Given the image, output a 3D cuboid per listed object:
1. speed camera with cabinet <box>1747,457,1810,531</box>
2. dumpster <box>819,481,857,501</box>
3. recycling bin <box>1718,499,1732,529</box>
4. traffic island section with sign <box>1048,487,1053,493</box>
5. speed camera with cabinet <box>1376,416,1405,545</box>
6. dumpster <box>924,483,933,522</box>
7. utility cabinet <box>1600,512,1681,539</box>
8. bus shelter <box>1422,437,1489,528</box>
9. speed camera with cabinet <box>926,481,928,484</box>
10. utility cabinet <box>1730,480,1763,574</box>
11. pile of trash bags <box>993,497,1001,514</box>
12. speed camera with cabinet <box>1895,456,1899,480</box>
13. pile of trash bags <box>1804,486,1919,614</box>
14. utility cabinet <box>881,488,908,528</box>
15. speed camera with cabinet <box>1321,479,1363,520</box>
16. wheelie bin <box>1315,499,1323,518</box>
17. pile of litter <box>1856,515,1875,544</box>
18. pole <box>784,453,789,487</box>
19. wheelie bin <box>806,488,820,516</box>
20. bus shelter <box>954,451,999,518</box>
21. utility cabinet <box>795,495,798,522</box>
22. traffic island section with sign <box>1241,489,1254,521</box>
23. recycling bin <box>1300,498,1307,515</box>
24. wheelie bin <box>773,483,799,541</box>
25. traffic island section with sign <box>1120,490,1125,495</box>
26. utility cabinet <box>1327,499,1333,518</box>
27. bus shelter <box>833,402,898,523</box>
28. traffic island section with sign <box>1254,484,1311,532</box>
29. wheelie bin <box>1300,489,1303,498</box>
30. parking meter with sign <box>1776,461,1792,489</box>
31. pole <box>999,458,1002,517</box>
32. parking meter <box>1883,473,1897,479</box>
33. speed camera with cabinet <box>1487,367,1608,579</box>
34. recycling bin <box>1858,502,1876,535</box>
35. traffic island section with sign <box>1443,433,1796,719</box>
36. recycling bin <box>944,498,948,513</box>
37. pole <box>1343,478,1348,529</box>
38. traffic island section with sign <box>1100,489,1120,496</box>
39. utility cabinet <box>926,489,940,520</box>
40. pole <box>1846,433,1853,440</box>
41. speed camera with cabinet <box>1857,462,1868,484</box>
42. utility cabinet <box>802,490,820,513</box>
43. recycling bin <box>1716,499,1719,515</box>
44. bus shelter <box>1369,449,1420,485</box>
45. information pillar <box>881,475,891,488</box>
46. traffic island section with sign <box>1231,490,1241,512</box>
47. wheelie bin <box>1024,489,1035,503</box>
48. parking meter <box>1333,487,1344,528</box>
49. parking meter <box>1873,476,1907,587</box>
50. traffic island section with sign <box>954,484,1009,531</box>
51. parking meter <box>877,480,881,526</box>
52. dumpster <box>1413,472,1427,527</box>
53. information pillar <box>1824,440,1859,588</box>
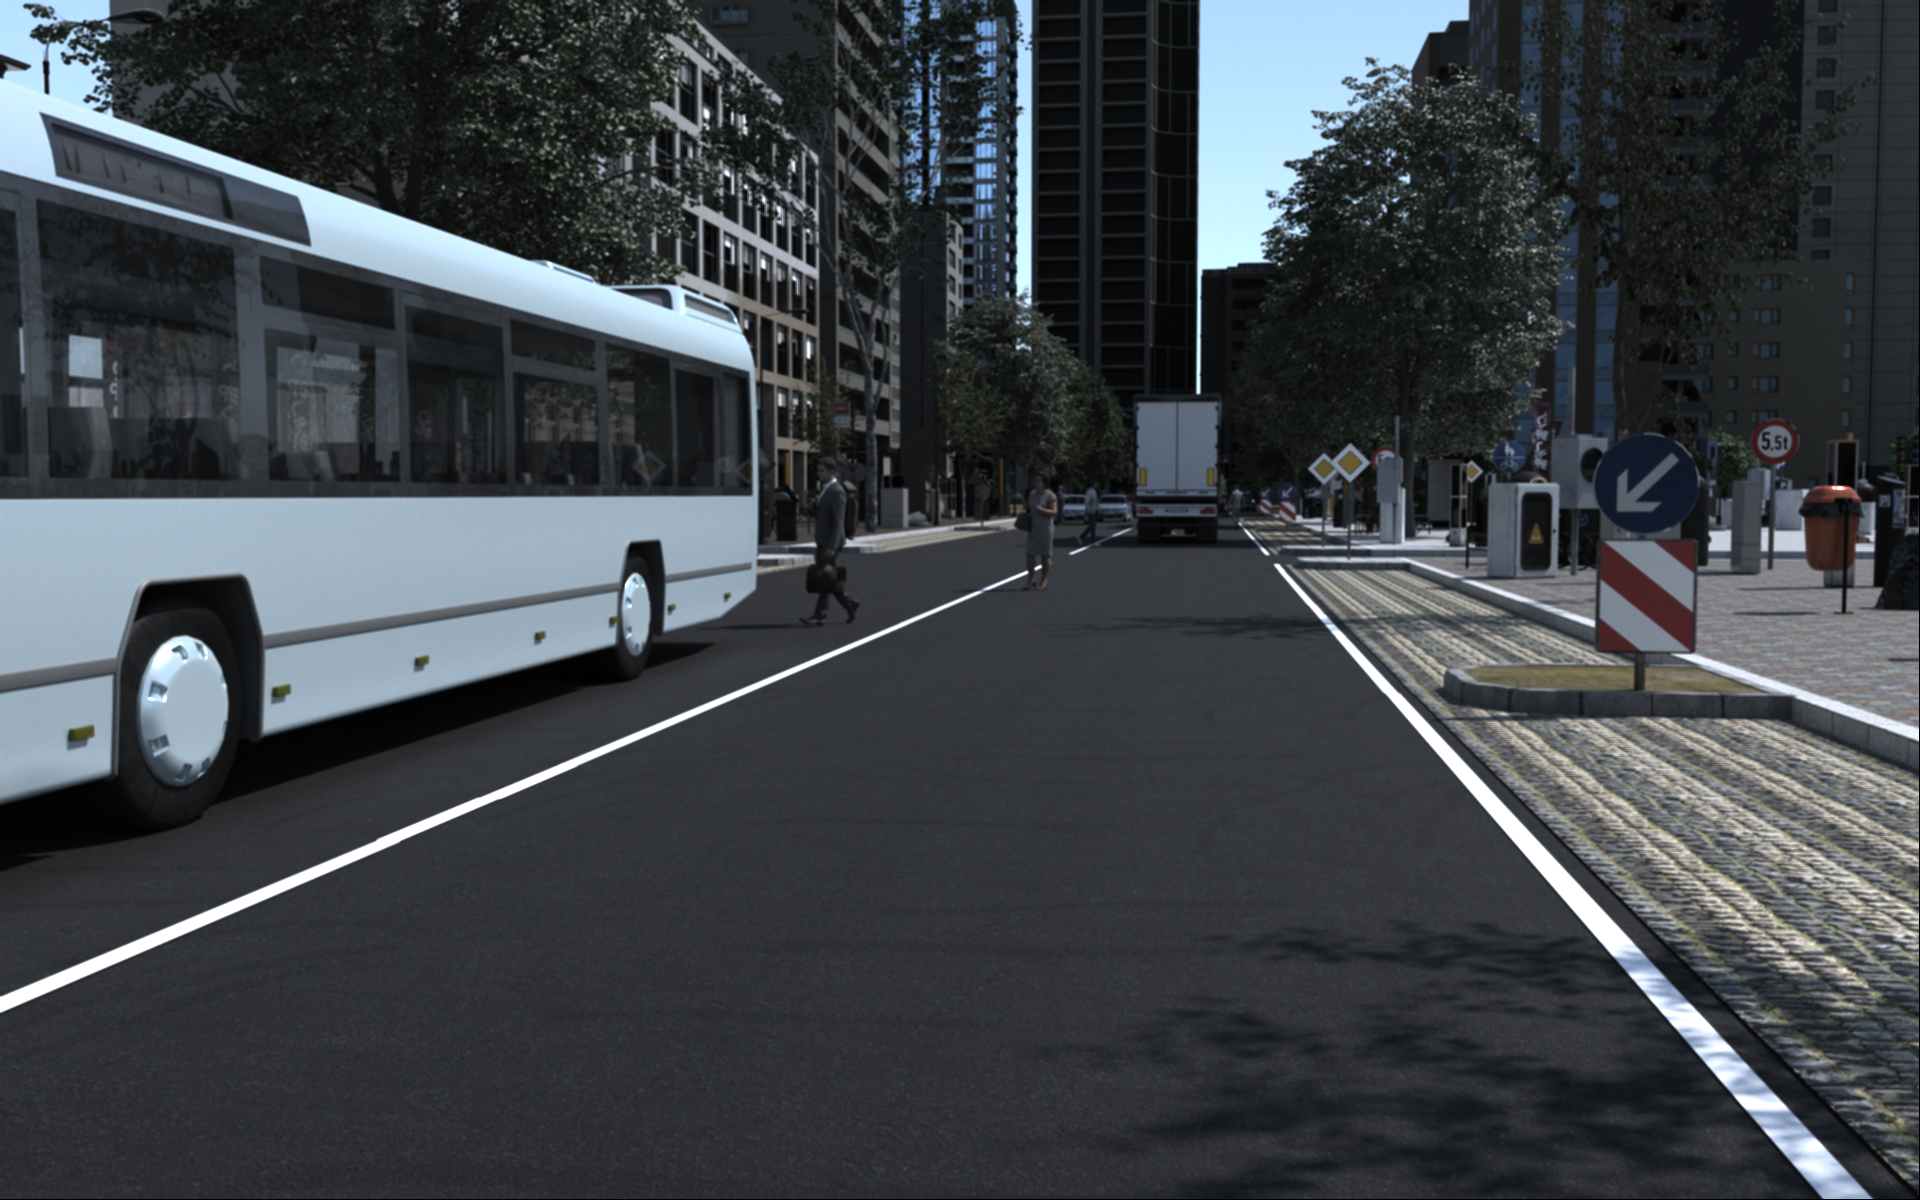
[{"bbox_3d":[29.124,-4.115,61.621,0.660,3.252,2.038,-3,4,-36],"label":"speed camera with cabinet"},{"bbox_3d":[-4.928,-3.917,69.806,1.264,1.857,1.865,1,4,8],"label":"dumpster"},{"bbox_3d":[28.326,-3.107,63.349,0.722,1.027,0.722,3,5,41],"label":"recycling bin"},{"bbox_3d":[4.769,-5.244,94.372,1.989,1.847,2.006,1,4,8],"label":"traffic island section with sign"},{"bbox_3d":[11.099,-3.075,44.612,0.660,3.252,2.038,1,4,19],"label":"speed camera with cabinet"},{"bbox_3d":[-1.983,-4.428,78.149,1.264,1.857,1.865,1,4,8],"label":"dumpster"},{"bbox_3d":[9.807,-0.998,24.990,1.173,1.500,0.318,-1,4,-18],"label":"utility cabinet"},{"bbox_3d":[18.245,-4.270,63.732,2.014,3.302,5.546,1,4,8],"label":"bus shelter"},{"bbox_3d":[-2.844,-6.299,97.324,2.038,3.252,0.660,2,4,24],"label":"speed camera with cabinet"},{"bbox_3d":[12.752,-1.185,28.062,0.318,1.500,1.173,1,4,17],"label":"utility cabinet"},{"bbox_3d":[1.702,-6.081,109.172,1.912,1.369,3.447,1,4,15],"label":"pile of trash bags"},{"bbox_3d":[48.407,-5.849,89.973,0.660,3.252,2.038,2,4,31],"label":"speed camera with cabinet"},{"bbox_3d":[10.827,-0.561,18.921,3.447,1.369,1.912,0,4,-8],"label":"pile of trash bags"},{"bbox_3d":[-2.449,-3.444,64.988,1.173,1.500,0.318,3,5,43],"label":"utility cabinet"},{"bbox_3d":[18.814,-5.554,85.145,2.038,3.252,0.660,0,4,4],"label":"speed camera with cabinet"},{"bbox_3d":[19.487,-5.258,93.872,0.980,1.594,0.693,-1,4,-11],"label":"wheelie bin"},{"bbox_3d":[23.270,-1.923,45.404,1.176,0.858,1.719,-2,4,-24],"label":"pile of litter"},{"bbox_3d":[-8.551,-5.598,85.369,0.158,3.312,0.155,0,3,0],"label":"pole"},{"bbox_3d":[-8.209,-5.474,97.414,0.980,1.594,0.693,3,4,37],"label":"wheelie bin"},{"bbox_3d":[0.955,-6.471,97.088,1.731,3.624,6.357,1,4,8],"label":"bus shelter"},{"bbox_3d":[-7.777,-4.087,77.987,1.020,1.237,0.306,2,4,30],"label":"utility cabinet"},{"bbox_3d":[16.236,-5.146,92.770,1.989,1.847,2.006,1,4,8],"label":"traffic island section with sign"},{"bbox_3d":[20.918,-5.603,104.163,0.722,1.027,0.722,2,4,30],"label":"recycling bin"},{"bbox_3d":[-4.764,-2.413,47.353,0.693,1.594,0.980,0,4,-8],"label":"wheelie bin"},{"bbox_3d":[15.995,-9.941,171.157,1.989,1.847,2.006,1,4,8],"label":"traffic island section with sign"},{"bbox_3d":[19.893,-5.108,92.193,1.173,1.500,0.318,-2,4,-32],"label":"utility cabinet"},{"bbox_3d":[-4.055,-6.137,77.967,2.179,5.291,8.768,1,4,8],"label":"bus shelter"},{"bbox_3d":[12.331,-3.509,65.997,1.989,1.847,2.006,1,4,8],"label":"traffic island section with sign"},{"bbox_3d":[22.046,-6.235,109.858,0.980,1.594,0.693,1,4,21],"label":"wheelie bin"},{"bbox_3d":[40.679,-5.446,85.296,0.543,3.016,1.738,3,5,43],"label":"parking meter with sign"},{"bbox_3d":[2.299,-6.369,97.978,0.158,3.312,0.155,0,3,0],"label":"pole"},{"bbox_3d":[25.143,-2.517,46.869,0.255,1.863,0.399,1,4,12],"label":"parking meter"},{"bbox_3d":[9.049,-1.975,26.622,2.038,3.252,0.660,-2,4,-30],"label":"speed camera with cabinet"},{"bbox_3d":[28.412,-2.574,54.641,0.722,1.027,0.722,3,4,38],"label":"recycling bin"},{"bbox_3d":[4.446,-0.207,12.005,1.989,1.847,2.006,1,4,8],"label":"traffic island section with sign"},{"bbox_3d":[-0.630,-6.418,117.482,0.722,1.027,0.722,1,4,21],"label":"recycling bin"},{"bbox_3d":[14.296,-4.302,64.183,0.158,3.312,0.155,0,3,0],"label":"pole"},{"bbox_3d":[12.050,-8.291,144.188,1.989,1.847,2.006,1,4,8],"label":"traffic island section with sign"},{"bbox_3d":[-1.544,-4.563,83.290,1.173,1.500,0.318,1,4,10],"label":"utility cabinet"},{"bbox_3d":[29.572,-3.903,57.664,0.158,3.312,0.155,0,3,0],"label":"pole"},{"bbox_3d":[55.815,-6.961,108.156,0.660,3.252,2.038,0,4,-3],"label":"speed camera with cabinet"},{"bbox_3d":[-8.907,-5.857,104.441,1.173,1.500,0.318,-1,4,-9],"label":"utility cabinet"},{"bbox_3d":[41.833,-5.027,94.739,0.722,1.027,0.722,3,5,44],"label":"recycling bin"},{"bbox_3d":[21.220,-6.592,85.409,2.179,5.291,8.768,1,4,8],"label":"bus shelter"},{"bbox_3d":[-2.877,-3.843,67.329,0.304,2.012,0.304,-1,4,-14],"label":"information pillar"},{"bbox_3d":[23.483,-8.178,142.345,1.989,1.847,2.006,1,4,8],"label":"traffic island section with sign"},{"bbox_3d":[4.717,-6.594,115.712,0.980,1.594,0.693,1,4,15],"label":"wheelie bin"},{"bbox_3d":[14.516,-3.548,66.418,0.372,1.533,0.369,0,3,0],"label":"parking meter"},{"bbox_3d":[12.881,-0.952,23.977,0.372,1.533,0.369,0,3,0],"label":"parking meter"},{"bbox_3d":[0.873,-3.613,67.698,1.989,1.847,2.006,1,4,8],"label":"traffic island section with sign"},{"bbox_3d":[-3.296,-3.939,70.110,0.255,1.863,0.399,-1,4,-23],"label":"parking meter"},{"bbox_3d":[17.576,-4.000,67.900,1.502,2.255,1.985,1,4,8],"label":"dumpster"},{"bbox_3d":[12.046,-1.174,23.681,0.304,2.012,0.304,0,4,7],"label":"information pillar"}]
